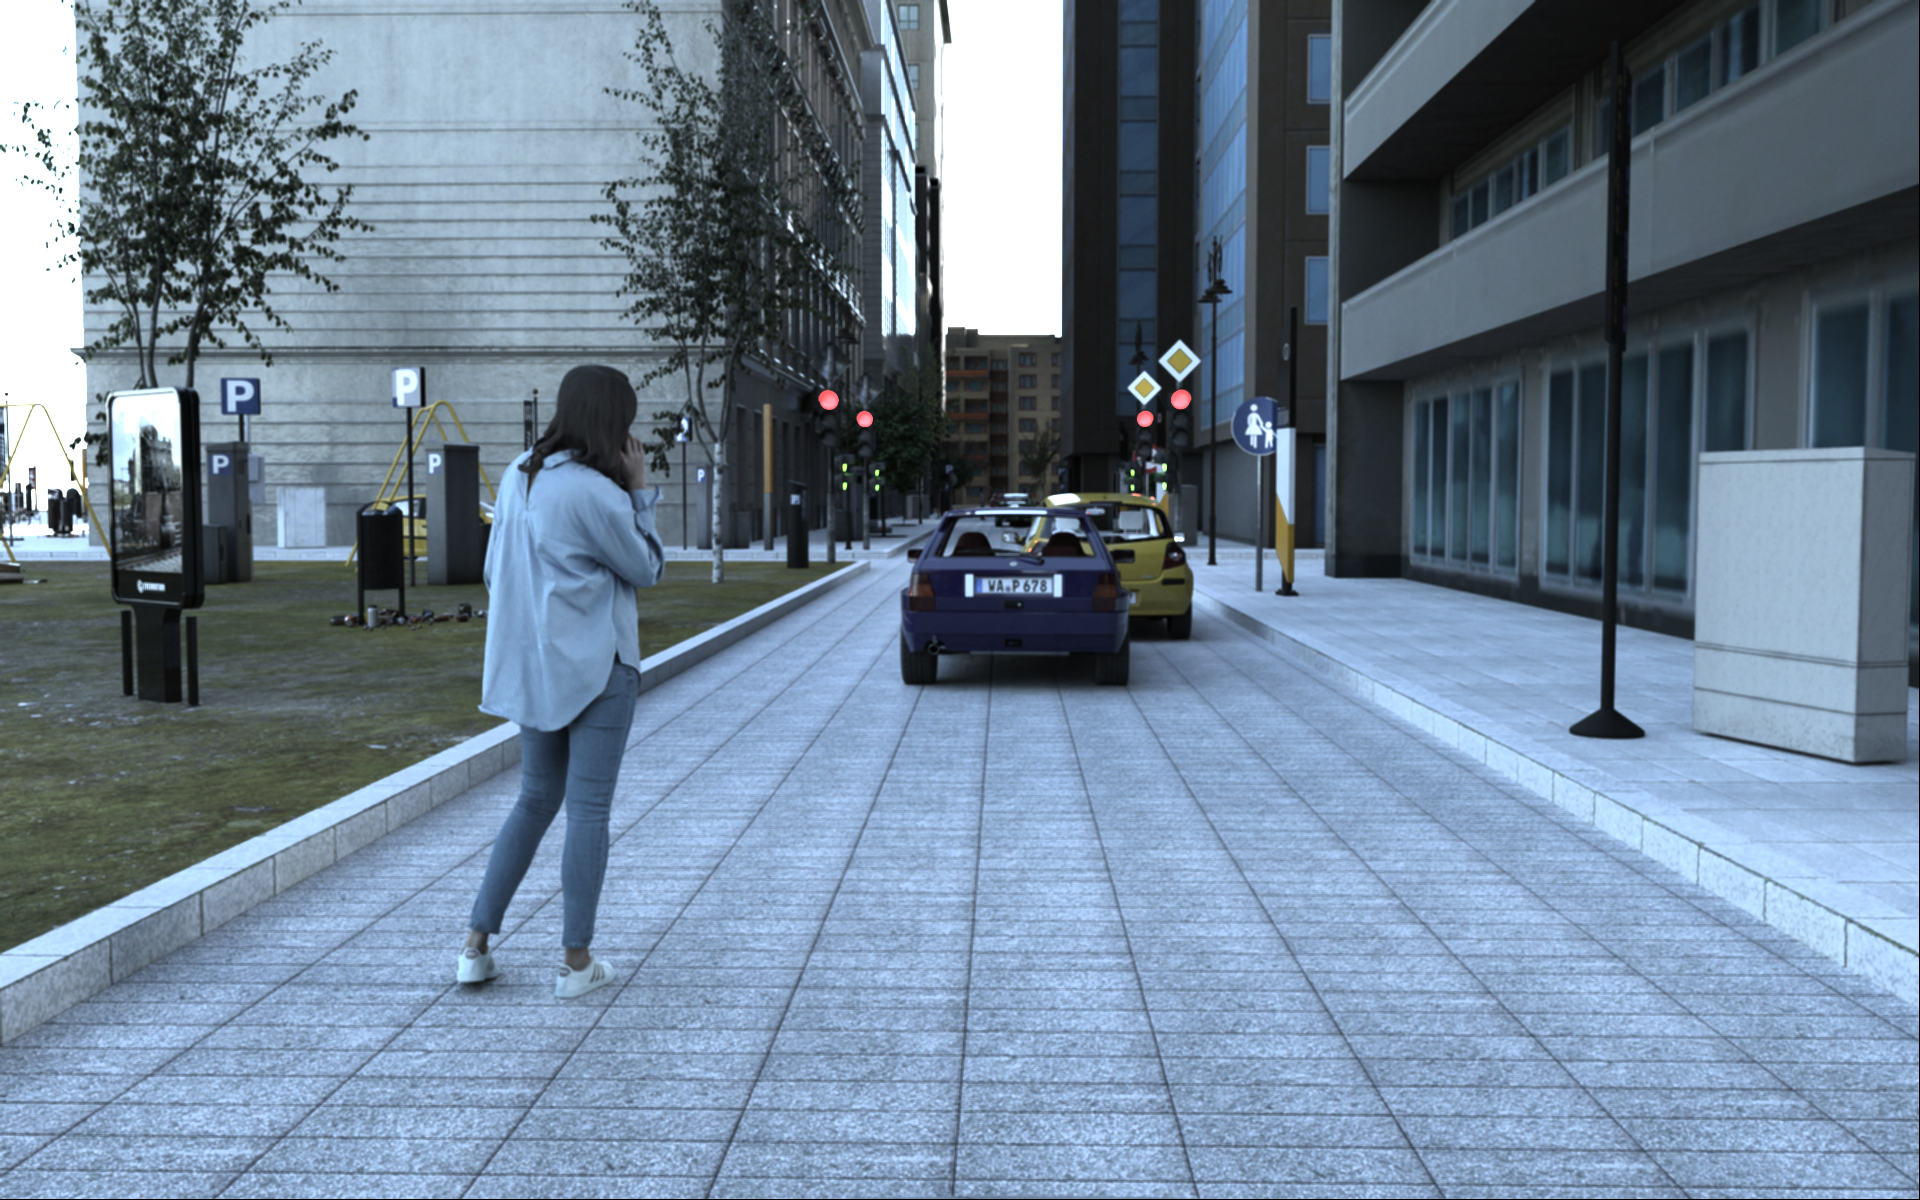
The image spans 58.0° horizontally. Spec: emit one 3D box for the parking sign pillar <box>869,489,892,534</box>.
[{"bbox_3d":[-2.951,-4.183,56.863,1.447,3.967,1.447,0,4,-6],"label":"parking sign pillar"}]

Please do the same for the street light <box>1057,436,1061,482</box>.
[{"bbox_3d":[6.585,-8.614,113.628,0.468,5.910,1.993,0,4,2],"label":"street light"}]

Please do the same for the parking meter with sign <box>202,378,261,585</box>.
[{"bbox_3d":[-10.716,-1.775,25.282,0.543,3.016,1.738,0,4,-6],"label":"parking meter with sign"}]

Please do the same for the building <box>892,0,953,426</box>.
[{"bbox_3d":[-14.894,-35.776,174.180,27.495,52.752,28.713,0,4,2],"label":"building"}]

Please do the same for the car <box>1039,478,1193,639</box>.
[{"bbox_3d":[1.463,-0.508,18.535,2.015,1.641,3.980,0,4,1],"label":"car"}]

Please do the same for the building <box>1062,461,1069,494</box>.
[{"bbox_3d":[17.530,-47.975,97.059,22.319,86.520,31.000,0,4,2],"label":"building"}]

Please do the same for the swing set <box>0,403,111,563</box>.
[{"bbox_3d":[-17.133,-2.006,30.415,3.119,2.851,2.862,2,4,27],"label":"swing set"}]

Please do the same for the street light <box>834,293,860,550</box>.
[{"bbox_3d":[-2.581,-4.107,39.939,0.468,5.910,1.993,0,4,2],"label":"street light"}]

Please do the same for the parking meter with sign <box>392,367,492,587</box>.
[{"bbox_3d":[-7.194,-1.736,24.645,0.543,3.016,1.738,2,4,29],"label":"parking meter with sign"}]

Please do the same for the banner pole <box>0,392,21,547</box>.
[{"bbox_3d":[-23.440,-3.213,42.545,0.863,3.779,0.401,3,5,44],"label":"banner pole"}]

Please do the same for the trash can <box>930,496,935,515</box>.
[{"bbox_3d":[-1.954,-5.869,107.609,0.748,1.137,0.748,0,3,0],"label":"trash can"}]

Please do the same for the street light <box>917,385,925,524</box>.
[{"bbox_3d":[-1.686,-6.182,73.865,0.468,5.910,1.993,0,4,2],"label":"street light"}]

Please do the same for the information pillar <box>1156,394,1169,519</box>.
[{"bbox_3d":[4.735,-3.007,40.524,0.183,3.616,0.504,-1,4,-21],"label":"information pillar"}]

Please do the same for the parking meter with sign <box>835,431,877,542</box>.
[{"bbox_3d":[-2.914,-3.119,47.258,0.543,3.016,1.738,2,4,25],"label":"parking meter with sign"}]

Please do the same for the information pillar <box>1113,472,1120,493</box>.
[{"bbox_3d":[5.222,-3.206,56.909,0.304,2.012,0.304,-1,4,-18],"label":"information pillar"}]

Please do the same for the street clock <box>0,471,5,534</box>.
[{"bbox_3d":[-30.662,-3.100,55.258,0.471,2.002,0.358,3,4,38],"label":"street clock"}]

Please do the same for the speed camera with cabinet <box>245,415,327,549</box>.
[{"bbox_3d":[-15.944,-2.822,40.477,2.038,3.252,0.660,-3,4,-37],"label":"speed camera with cabinet"}]

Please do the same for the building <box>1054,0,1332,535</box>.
[{"bbox_3d":[10.984,-25.396,65.329,14.600,45.320,14.200,0,4,2],"label":"building"}]

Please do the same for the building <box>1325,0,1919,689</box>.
[{"bbox_3d":[16.110,-23.935,15.040,21.300,48.544,21.600,0,4,2],"label":"building"}]

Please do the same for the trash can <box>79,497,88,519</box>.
[{"bbox_3d":[-46.179,-4.860,91.115,0.748,1.137,0.748,0,3,0],"label":"trash can"}]

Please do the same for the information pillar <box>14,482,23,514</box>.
[{"bbox_3d":[-56.806,-6.116,104.484,0.304,2.012,0.304,1,4,9],"label":"information pillar"}]

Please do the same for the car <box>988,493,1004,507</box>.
[{"bbox_3d":[3.442,-8.428,146.836,2.155,1.783,4.494,0,3,0],"label":"car"}]

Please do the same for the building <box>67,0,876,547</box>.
[{"bbox_3d":[-13.007,-17.523,62.917,17.030,29.872,44.131,0,4,2],"label":"building"}]

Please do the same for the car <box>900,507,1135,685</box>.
[{"bbox_3d":[0.492,-0.108,14.348,1.945,1.354,3.894,0,4,3],"label":"car"}]

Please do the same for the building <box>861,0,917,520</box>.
[{"bbox_3d":[-8.784,-19.708,99.721,11.434,29.767,29.804,0,4,2],"label":"building"}]

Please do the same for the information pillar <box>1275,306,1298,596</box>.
[{"bbox_3d":[4.125,-1.868,21.894,0.183,3.616,0.504,-1,4,-9],"label":"information pillar"}]

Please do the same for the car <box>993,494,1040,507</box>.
[{"bbox_3d":[2.515,-4.006,77.303,2.131,1.459,4.920,0,4,3],"label":"car"}]

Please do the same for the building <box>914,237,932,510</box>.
[{"bbox_3d":[-16.530,-17.439,130.170,27.650,21.520,28.899,0,4,2],"label":"building"}]

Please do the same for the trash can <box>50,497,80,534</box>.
[{"bbox_3d":[-28.928,-2.702,55.828,0.748,1.137,0.748,0,3,0],"label":"trash can"}]

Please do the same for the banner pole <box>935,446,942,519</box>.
[{"bbox_3d":[-1.181,-6.107,89.858,0.401,3.779,0.863,-1,4,-15],"label":"banner pole"}]

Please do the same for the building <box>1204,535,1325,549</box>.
[{"bbox_3d":[14.092,-24.183,45.506,14.200,45.320,14.600,0,4,2],"label":"building"}]

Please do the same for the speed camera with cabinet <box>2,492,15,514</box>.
[{"bbox_3d":[-62.174,-7.214,112.286,2.038,3.252,0.660,-2,4,-29],"label":"speed camera with cabinet"}]

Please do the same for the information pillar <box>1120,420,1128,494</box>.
[{"bbox_3d":[5.151,-3.864,54.529,0.183,3.616,0.504,-1,4,-18],"label":"information pillar"}]

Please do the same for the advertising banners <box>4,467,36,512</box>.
[{"bbox_3d":[-59.832,-6.972,110.184,0.090,3.025,2.074,3,5,44],"label":"advertising banners"}]

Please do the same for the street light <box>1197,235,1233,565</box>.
[{"bbox_3d":[4.564,-3.571,31.170,0.468,5.910,1.993,0,4,2],"label":"street light"}]

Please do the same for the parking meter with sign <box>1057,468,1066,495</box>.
[{"bbox_3d":[6.183,-6.653,105.039,0.543,3.016,1.738,0,4,2],"label":"parking meter with sign"}]

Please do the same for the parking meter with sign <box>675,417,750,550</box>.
[{"bbox_3d":[-5.699,-2.684,40.147,1.738,3.016,0.543,-3,5,-43],"label":"parking meter with sign"}]

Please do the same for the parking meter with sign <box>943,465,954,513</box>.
[{"bbox_3d":[-0.742,-6.551,103.373,0.543,3.016,1.738,0,4,-7],"label":"parking meter with sign"}]

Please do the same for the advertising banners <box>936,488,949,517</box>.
[{"bbox_3d":[-1.012,-6.294,99.095,0.090,3.025,2.074,1,4,21],"label":"advertising banners"}]

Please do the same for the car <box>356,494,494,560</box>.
[{"bbox_3d":[-10.365,-1.565,35.814,3.980,1.641,2.015,0,4,3],"label":"car"}]

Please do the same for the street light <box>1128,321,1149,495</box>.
[{"bbox_3d":[4.765,-4.499,46.350,0.468,5.910,1.993,0,4,2],"label":"street light"}]

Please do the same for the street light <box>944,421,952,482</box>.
[{"bbox_3d":[-0.772,-8.241,107.536,0.468,5.910,1.993,0,4,2],"label":"street light"}]

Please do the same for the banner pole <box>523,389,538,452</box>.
[{"bbox_3d":[-10.140,-3.121,41.047,0.401,3.779,0.863,1,4,11],"label":"banner pole"}]

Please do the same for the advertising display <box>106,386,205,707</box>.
[{"bbox_3d":[-4.974,-0.336,10.709,0.974,1.923,0.123,3,5,40],"label":"advertising display"}]

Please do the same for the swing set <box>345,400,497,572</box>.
[{"bbox_3d":[-9.209,-2.001,30.332,2.862,2.851,3.119,-1,4,-22],"label":"swing set"}]
